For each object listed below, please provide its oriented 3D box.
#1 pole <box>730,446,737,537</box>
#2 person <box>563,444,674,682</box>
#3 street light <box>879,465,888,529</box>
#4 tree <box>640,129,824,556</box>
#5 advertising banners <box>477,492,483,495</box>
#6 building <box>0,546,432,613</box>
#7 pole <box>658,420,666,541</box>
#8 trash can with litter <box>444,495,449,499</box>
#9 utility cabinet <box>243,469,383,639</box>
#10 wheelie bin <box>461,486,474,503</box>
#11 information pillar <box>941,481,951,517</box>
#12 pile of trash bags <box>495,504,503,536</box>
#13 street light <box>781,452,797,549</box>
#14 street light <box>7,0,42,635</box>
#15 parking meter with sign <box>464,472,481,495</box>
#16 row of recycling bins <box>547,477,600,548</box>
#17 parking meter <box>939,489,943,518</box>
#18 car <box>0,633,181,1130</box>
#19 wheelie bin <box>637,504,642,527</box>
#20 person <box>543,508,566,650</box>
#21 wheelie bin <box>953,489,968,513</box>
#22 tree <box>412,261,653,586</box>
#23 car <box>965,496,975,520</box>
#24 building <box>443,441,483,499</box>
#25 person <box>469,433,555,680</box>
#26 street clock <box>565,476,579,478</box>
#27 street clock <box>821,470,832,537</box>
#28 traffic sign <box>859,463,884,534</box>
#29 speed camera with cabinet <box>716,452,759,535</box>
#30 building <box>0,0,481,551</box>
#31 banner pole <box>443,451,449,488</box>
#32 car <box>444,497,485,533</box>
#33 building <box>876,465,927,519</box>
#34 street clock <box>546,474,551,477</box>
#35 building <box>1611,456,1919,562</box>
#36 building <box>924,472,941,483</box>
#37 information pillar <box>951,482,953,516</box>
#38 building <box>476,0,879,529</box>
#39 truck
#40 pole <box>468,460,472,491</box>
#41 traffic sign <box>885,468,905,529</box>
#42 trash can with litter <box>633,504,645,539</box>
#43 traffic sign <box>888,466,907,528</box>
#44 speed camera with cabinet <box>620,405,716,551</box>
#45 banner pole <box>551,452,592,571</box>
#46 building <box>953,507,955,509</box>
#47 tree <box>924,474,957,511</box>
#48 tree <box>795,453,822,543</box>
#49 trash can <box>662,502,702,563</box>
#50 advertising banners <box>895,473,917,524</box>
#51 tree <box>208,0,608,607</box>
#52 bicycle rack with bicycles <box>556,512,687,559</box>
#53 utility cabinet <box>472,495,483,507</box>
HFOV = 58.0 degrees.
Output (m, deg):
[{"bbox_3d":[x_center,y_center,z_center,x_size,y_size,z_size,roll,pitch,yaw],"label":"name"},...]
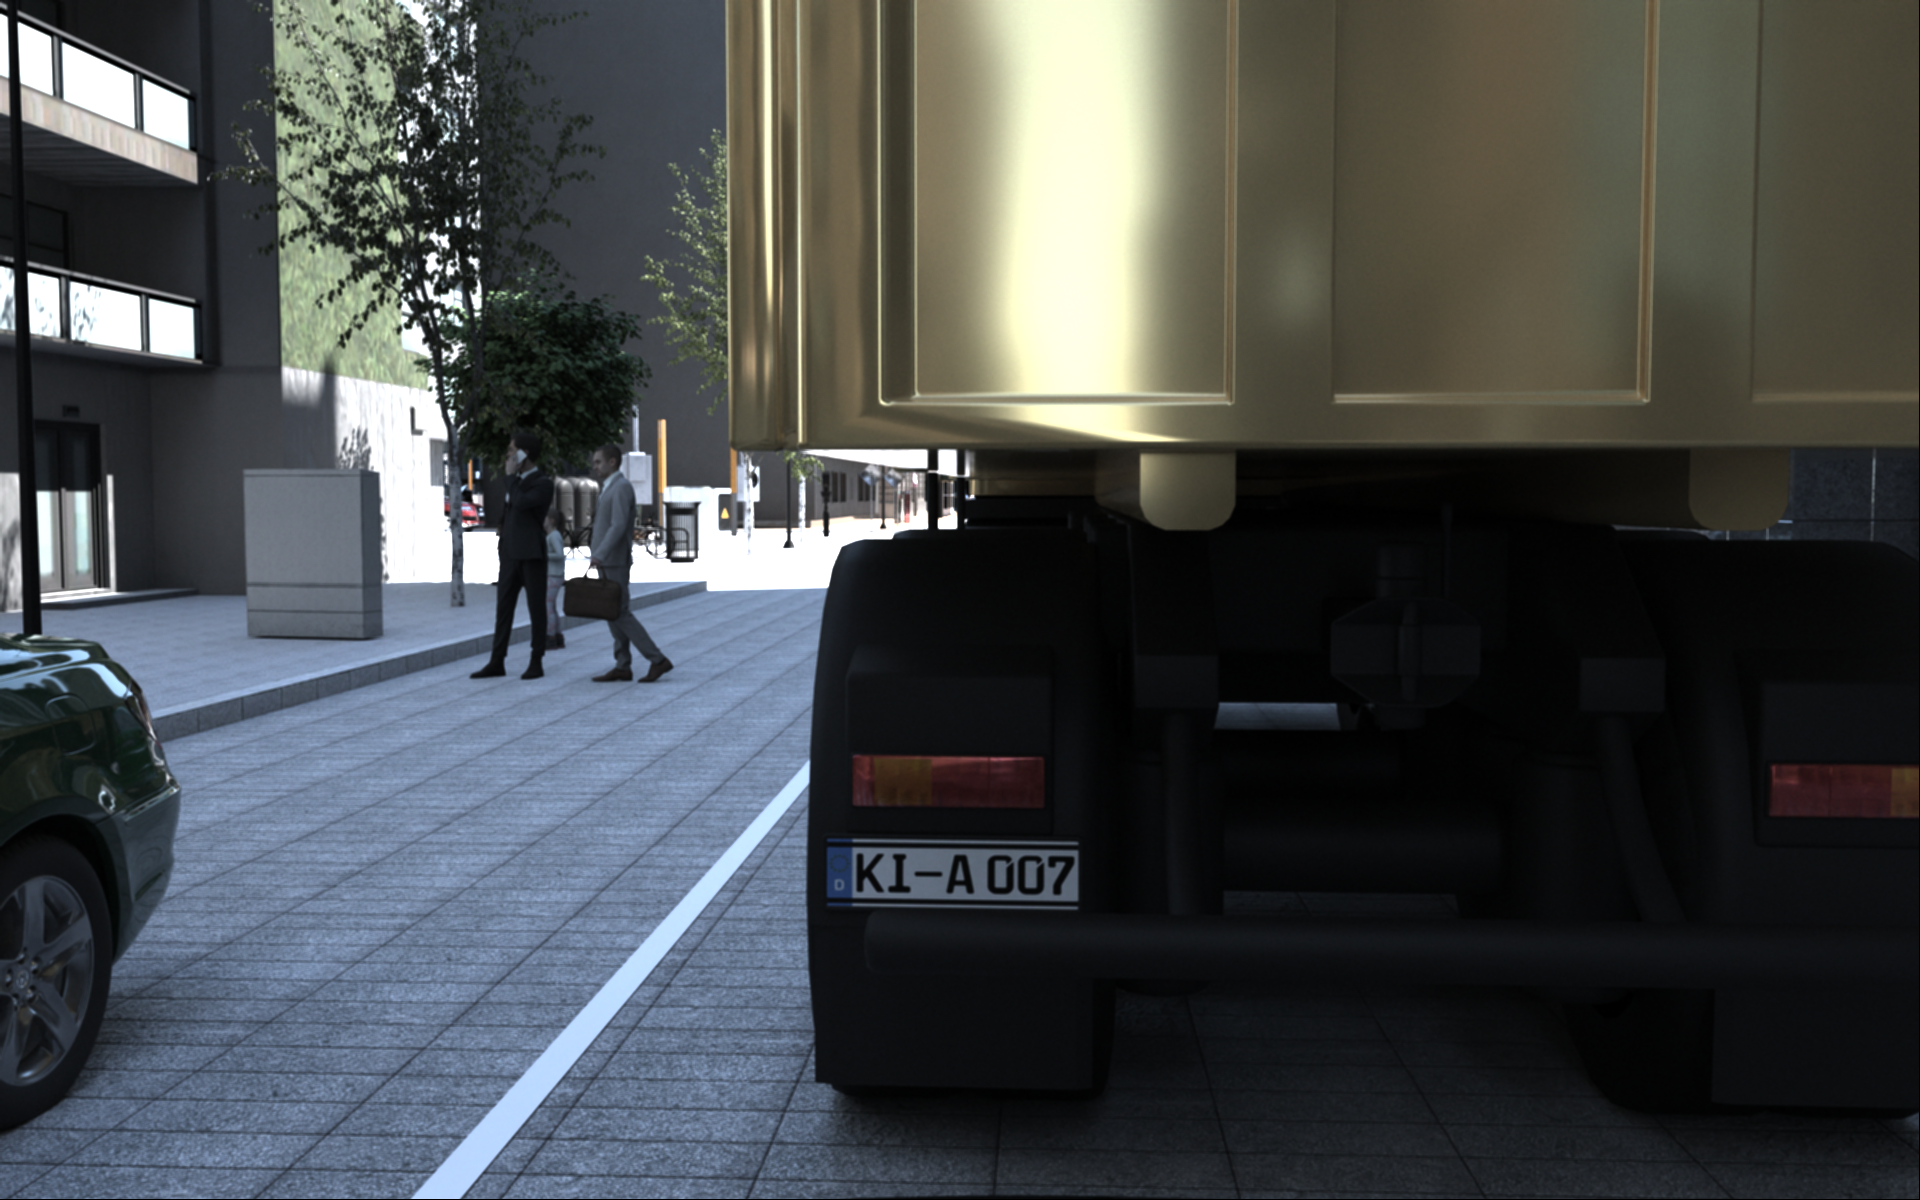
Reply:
[{"bbox_3d":[-6.825,-3.570,52.221,0.158,3.312,0.155,0,3,0],"label":"pole"},{"bbox_3d":[-2.639,-0.280,13.202,0.853,1.813,0.709,-2,4,-24],"label":"person"},{"bbox_3d":[-2.247,-5.523,62.842,1.470,5.913,1.316,0,4,3],"label":"street light"},{"bbox_3d":[-4.333,-5.188,35.180,4.737,8.622,4.395,0,3,0],"label":"tree"},{"bbox_3d":[-37.084,-8.485,134.918,2.074,3.025,0.090,3,5,44],"label":"advertising banners"},{"bbox_3d":[-15.609,-20.534,19.331,14.154,41.232,14.086,0,4,3],"label":"building"},{"bbox_3d":[-8.196,-3.291,47.650,0.158,3.312,0.155,0,3,0],"label":"pole"},{"bbox_3d":[-26.170,-4.664,87.318,2.233,1.210,1.678,2,4,28],"label":"trash can with litter"},{"bbox_3d":[-5.736,-0.410,15.382,1.173,1.500,0.318,1,4,14],"label":"utility cabinet"},{"bbox_3d":[-20.530,-3.905,71.762,0.693,1.594,0.980,-2,4,-29],"label":"wheelie bin"},{"bbox_3d":[-0.861,-5.647,96.812,0.304,2.012,0.304,-2,4,-25],"label":"information pillar"},{"bbox_3d":[-12.658,-2.678,53.542,1.912,1.369,3.447,2,4,26],"label":"pile of trash bags"},{"bbox_3d":[-3.474,-4.154,40.452,1.470,5.913,1.316,0,4,3],"label":"street light"},{"bbox_3d":[-5.066,-2.308,10.282,1.470,5.913,1.316,0,4,3],"label":"street light"},{"bbox_3d":[-37.796,-8.387,133.383,0.543,3.016,1.738,3,5,42],"label":"parking meter with sign"},{"bbox_3d":[-9.589,-2.118,41.746,1.069,1.692,3.534,1,4,11],"label":"row of recycling bins"},{"bbox_3d":[-1.094,-5.078,91.440,0.372,1.533,0.369,0,3,0],"label":"parking meter"},{"bbox_3d":[-3.083,0.559,2.656,2.131,1.459,4.920,0,4,3],"label":"car"},{"bbox_3d":[-9.891,-2.689,51.880,0.693,1.594,0.980,1,4,12],"label":"wheelie bin"},{"bbox_3d":[-3.790,-0.197,15.995,0.394,1.301,0.425,-3,5,-42],"label":"person"},{"bbox_3d":[0.044,-6.575,115.406,0.980,1.594,0.693,0,4,-1],"label":"wheelie bin"},{"bbox_3d":[-6.010,-2.496,24.531,4.285,4.588,4.351,0,3,0],"label":"tree"},{"bbox_3d":[1.204,-5.303,99.070,2.083,1.381,4.827,0,4,2],"label":"car"},{"bbox_3d":[-53.128,-35.558,205.075,21.600,48.544,21.300,0,4,3],"label":"building"},{"bbox_3d":[-3.442,-0.341,13.443,0.648,1.900,0.474,2,4,34],"label":"person"},{"bbox_3d":[-12.543,-3.148,56.034,0.358,2.002,0.471,1,4,18],"label":"street clock"},{"bbox_3d":[-3.977,-2.868,51.461,0.358,2.002,0.471,0,4,-4],"label":"street clock"},{"bbox_3d":[-2.810,-3.145,55.058,0.795,2.450,0.064,0,4,3],"label":"traffic sign"},{"bbox_3d":[-7.227,-3.689,54.650,0.660,3.252,2.038,3,4,36],"label":"speed camera with cabinet"},{"bbox_3d":[-21.524,-22.264,47.606,14.086,41.232,14.154,0,4,3],"label":"building"},{"bbox_3d":[-26.352,-6.071,89.279,0.401,3.779,0.863,2,4,26],"label":"banner pole"},{"bbox_3d":[-18.991,-3.102,59.398,5.304,1.827,2.281,0,4,2],"label":"car"},{"bbox_3d":[-7.231,-14.230,97.295,10.561,19.102,19.286,0,4,3],"label":"building"},{"bbox_3d":[-14.871,-3.563,62.826,0.358,2.002,0.471,2,4,33],"label":"street clock"},{"bbox_3d":[11.725,-12.337,19.727,12.078,24.808,19.932,0,4,3],"label":"building"},{"bbox_3d":[-9.665,-15.241,116.635,16.820,18.784,16.811,0,4,3],"label":"building"},{"bbox_3d":[-0.586,-5.977,102.221,0.304,2.012,0.304,2,4,27],"label":"information pillar"},{"bbox_3d":[-10.220,-17.250,75.547,14.314,27.812,24.014,0,4,3],"label":"building"},{"bbox_3d":[1.167,-0.719,7.674,3.469,3.379,9.791,0,4,4],"label":"truck"},{"bbox_3d":[-29.008,-6.653,102.621,0.158,3.312,0.155,0,3,0],"label":"pole"},{"bbox_3d":[-2.389,-3.632,63.032,0.795,2.450,0.064,0,4,3],"label":"traffic sign"},{"bbox_3d":[-8.981,-2.221,47.698,0.624,1.170,1.055,-3,5,-43],"label":"trash can with litter"},{"bbox_3d":[-2.363,-3.995,65.431,0.768,2.556,0.104,1,4,12],"label":"traffic sign"},{"bbox_3d":[-6.672,-2.739,39.124,2.038,3.252,0.660,-1,4,-23],"label":"speed camera with cabinet"},{"bbox_3d":[-6.561,-2.376,28.857,0.863,3.779,0.401,0,4,5],"label":"banner pole"},{"bbox_3d":[-9.993,-30.471,152.817,22.147,44.769,28.867,0,4,3],"label":"building"},{"bbox_3d":[-0.076,-13.169,132.317,9.611,12.733,9.660,0,3,0],"label":"tree"},{"bbox_3d":[-3.917,-5.805,45.282,4.360,8.622,3.978,0,3,0],"label":"tree"},{"bbox_3d":[-5.190,-1.267,32.361,0.748,1.137,0.748,0,3,0],"label":"trash can"},{"bbox_3d":[-2.326,-4.853,75.541,0.090,3.025,2.074,2,4,29],"label":"advertising banners"},{"bbox_3d":[-5.814,-4.218,19.323,4.360,8.622,3.978,0,3,0],"label":"tree"},{"bbox_3d":[-6.790,-1.297,34.581,2.925,0.926,2.852,-2,4,-29],"label":"bicycle rack with bicycles"},{"bbox_3d":[-33.020,-6.605,119.145,1.020,1.237,0.306,0,4,4],"label":"utility cabinet"}]
